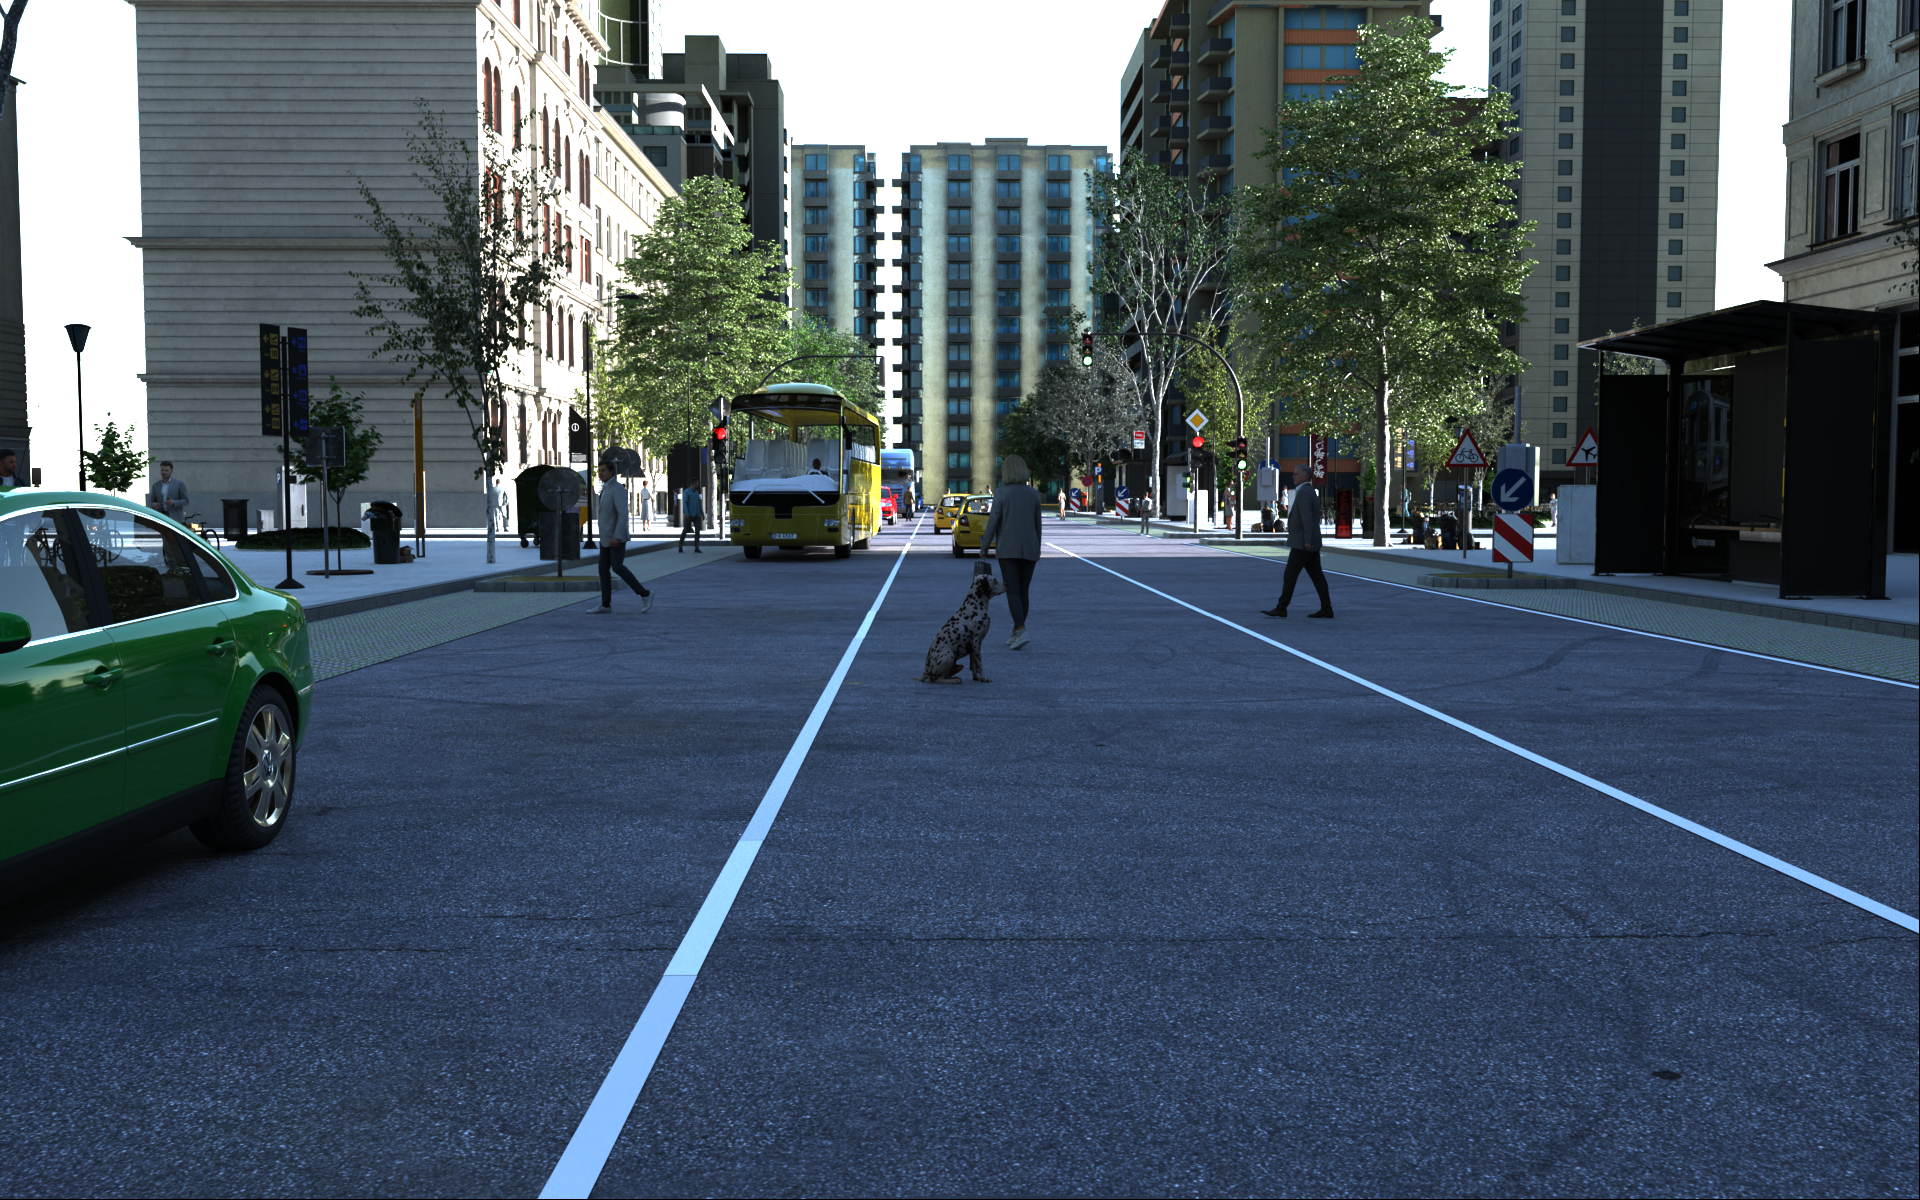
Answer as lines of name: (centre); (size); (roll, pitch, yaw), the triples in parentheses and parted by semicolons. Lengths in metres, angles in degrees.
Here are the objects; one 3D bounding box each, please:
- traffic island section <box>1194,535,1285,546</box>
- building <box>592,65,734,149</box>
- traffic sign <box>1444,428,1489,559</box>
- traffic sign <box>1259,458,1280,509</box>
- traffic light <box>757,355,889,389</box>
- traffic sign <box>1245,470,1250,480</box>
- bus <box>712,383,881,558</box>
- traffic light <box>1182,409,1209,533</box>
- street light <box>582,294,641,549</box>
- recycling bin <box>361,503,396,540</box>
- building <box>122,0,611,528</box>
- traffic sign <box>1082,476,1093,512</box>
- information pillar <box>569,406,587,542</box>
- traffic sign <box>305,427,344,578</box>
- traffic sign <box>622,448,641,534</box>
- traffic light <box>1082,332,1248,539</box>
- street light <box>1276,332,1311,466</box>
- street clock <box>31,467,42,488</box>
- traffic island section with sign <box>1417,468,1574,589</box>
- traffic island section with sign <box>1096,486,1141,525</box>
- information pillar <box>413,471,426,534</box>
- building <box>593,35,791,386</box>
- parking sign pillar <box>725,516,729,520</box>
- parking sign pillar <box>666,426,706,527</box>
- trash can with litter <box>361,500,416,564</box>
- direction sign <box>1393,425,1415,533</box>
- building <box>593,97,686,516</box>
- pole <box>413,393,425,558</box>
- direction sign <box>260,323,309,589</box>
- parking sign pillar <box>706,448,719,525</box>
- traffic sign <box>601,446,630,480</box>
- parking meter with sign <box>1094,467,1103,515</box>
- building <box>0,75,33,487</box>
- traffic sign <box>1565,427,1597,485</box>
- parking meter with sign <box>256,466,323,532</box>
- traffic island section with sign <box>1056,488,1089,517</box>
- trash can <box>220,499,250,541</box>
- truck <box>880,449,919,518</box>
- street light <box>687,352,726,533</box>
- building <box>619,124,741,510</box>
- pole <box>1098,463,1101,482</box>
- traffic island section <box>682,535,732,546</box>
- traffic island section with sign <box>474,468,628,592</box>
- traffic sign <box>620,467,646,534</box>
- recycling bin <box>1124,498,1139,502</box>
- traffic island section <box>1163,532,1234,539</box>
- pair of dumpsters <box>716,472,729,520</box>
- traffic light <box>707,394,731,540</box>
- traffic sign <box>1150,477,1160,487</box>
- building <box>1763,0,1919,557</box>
traffic island section: (7.909, -1.638, 49.069); (2.009, 0.180, 2.903); (0, 4, -1)
building: (-34.112, -28.483, 157.573); (32.217, 40.220, 23.993); (0, 4, -1)
traffic sign: (10.041, -2.103, 34.386); (0.884, 2.594, 0.081); (0, 4, 1)
traffic sign: (11.008, -3.766, 61.677); (0.768, 2.556, 0.104); (0, 4, 4)
traffic light: (-4.716, -5.022, 56.778); (4.771, 5.953, 1.251); (0, 4, -1)
traffic sign: (11.773, -4.447, 72.817); (0.768, 2.556, 0.104); (0, 4, 3)
bus: (-3.566, -3.078, 41.870); (2.896, 3.916, 12.252); (0, 4, 1)
traffic light: (7.753, -4.160, 56.938); (0.839, 4.253, 0.868); (0, 4, -1)
street light: (-8.116, -4.148, 40.353); (1.470, 5.913, 1.316); (0, 4, -1)
recycling bin: (-16.349, -2.212, 48.715); (0.722, 1.027, 0.722); (3, 5, 42)
building: (-24.183, -17.613, 75.357); (14.401, 28.519, 23.554); (0, 4, -1)
traffic sign: (8.861, -7.376, 120.701); (0.768, 2.556, 0.104); (0, 4, 6)
information pillar: (-10.208, -3.360, 46.297); (0.504, 3.616, 0.183); (-3, 4, -38)
traffic sign: (-9.635, -1.478, 26.300); (0.606, 2.300, 0.079); (0, 4, 5)
traffic sign: (-9.274, -2.951, 48.355); (0.768, 2.556, 0.104); (0, 4, 3)
traffic light: (5.778, -4.533, 48.783); (4.771, 5.953, 1.251); (0, 4, -1)
street light: (9.301, -4.665, 48.810); (1.470, 5.913, 1.316); (0, 4, -1)
street clock: (-25.139, -2.607, 47.191); (0.358, 2.002, 0.471); (-2, 4, -31)
traffic island section with sign: (8.228, -1.120, 26.932); (1.989, 1.847, 2.006); (0, 4, -1)
traffic island section with sign: (7.447, -4.466, 81.649); (1.989, 1.847, 2.006); (0, 4, -1)
information pillar: (-17.567, -3.168, 56.292); (0.304, 2.012, 0.304); (-2, 4, -30)
building: (-29.747, -34.535, 188.344); (21.600, 48.544, 21.300); (0, 4, -1)
parking sign pillar: (-10.940, -5.924, 85.326); (1.447, 3.967, 1.447); (0, 4, -5)
parking sign pillar: (-10.951, -4.908, 68.721); (1.447, 3.967, 1.447); (0, 4, -5)
trash can with litter: (-10.552, -1.265, 32.062); (0.624, 1.170, 1.055); (1, 4, 9)
direction sign: (14.486, -3.949, 56.561); (0.876, 3.537, 0.379); (-2, 4, -29)
building: (-26.188, -16.451, 102.259); (16.112, 22.955, 30.059); (0, 4, -1)
pole: (-10.933, -2.518, 35.008); (0.158, 3.312, 0.155); (0, 3, 0)
direction sign: (-9.123, -1.925, 23.467); (0.379, 3.537, 0.876); (1, 4, 20)
parking sign pillar: (-10.885, -5.181, 73.182); (1.447, 3.967, 1.447); (-1, 4, -11)
traffic sign: (-9.139, -2.807, 46.003); (0.768, 2.556, 0.104); (0, 4, 0)
parking meter with sign: (8.719, -6.880, 108.752); (0.543, 3.016, 1.738); (0, 4, 1)
building: (-48.162, -13.391, 68.097); (18.267, 20.994, 9.793); (0, 4, -1)
traffic sign: (12.118, -2.045, 33.444); (0.884, 2.594, 0.081); (0, 4, 4)
parking meter with sign: (-18.288, -3.123, 47.322); (1.738, 3.016, 0.543); (-3, 4, -38)
traffic island section with sign: (7.049, -6.124, 108.754); (1.989, 1.847, 2.006); (0, 4, -1)
trash can: (-19.786, -2.180, 47.296); (0.748, 1.137, 0.748); (0, 3, 0)
truck: (-4.204, -7.301, 109.124); (2.967, 4.110, 18.799); (0, 4, -2)
street light: (-8.311, -5.140, 56.582); (1.470, 5.913, 1.316); (0, 4, -1)
building: (-25.409, -22.461, 138.931); (14.160, 30.474, 14.107); (0, 4, -1)
pole: (9.234, -7.403, 114.890); (0.158, 3.312, 0.155); (0, 3, 0)
traffic island section: (-6.731, -1.626, 48.863); (2.009, 0.180, 2.903); (0, 4, -1)
traffic island section with sign: (-6.084, -1.067, 26.075); (1.989, 1.847, 2.006); (0, 4, -1)
traffic sign: (-10.610, -3.437, 56.203); (0.884, 2.594, 0.081); (1, 4, 9)
recycling bin: (9.791, -5.306, 99.302); (0.722, 1.027, 0.722); (-1, 4, -17)
traffic island section: (7.794, -2.127, 57.053); (2.009, 0.180, 2.903); (0, 4, -1)
pair of dumpsters: (-11.142, -4.529, 76.542); (1.574, 2.255, 4.437); (0, 4, -1)
traffic light: (-6.691, -3.658, 48.729); (0.839, 4.253, 0.868); (0, 4, -1)
traffic sign: (11.408, -6.084, 101.607); (0.606, 2.300, 0.079); (0, 4, 1)
building: (26.617, -11.784, 25.946); (16.112, 22.955, 30.059); (0, 4, -1)
